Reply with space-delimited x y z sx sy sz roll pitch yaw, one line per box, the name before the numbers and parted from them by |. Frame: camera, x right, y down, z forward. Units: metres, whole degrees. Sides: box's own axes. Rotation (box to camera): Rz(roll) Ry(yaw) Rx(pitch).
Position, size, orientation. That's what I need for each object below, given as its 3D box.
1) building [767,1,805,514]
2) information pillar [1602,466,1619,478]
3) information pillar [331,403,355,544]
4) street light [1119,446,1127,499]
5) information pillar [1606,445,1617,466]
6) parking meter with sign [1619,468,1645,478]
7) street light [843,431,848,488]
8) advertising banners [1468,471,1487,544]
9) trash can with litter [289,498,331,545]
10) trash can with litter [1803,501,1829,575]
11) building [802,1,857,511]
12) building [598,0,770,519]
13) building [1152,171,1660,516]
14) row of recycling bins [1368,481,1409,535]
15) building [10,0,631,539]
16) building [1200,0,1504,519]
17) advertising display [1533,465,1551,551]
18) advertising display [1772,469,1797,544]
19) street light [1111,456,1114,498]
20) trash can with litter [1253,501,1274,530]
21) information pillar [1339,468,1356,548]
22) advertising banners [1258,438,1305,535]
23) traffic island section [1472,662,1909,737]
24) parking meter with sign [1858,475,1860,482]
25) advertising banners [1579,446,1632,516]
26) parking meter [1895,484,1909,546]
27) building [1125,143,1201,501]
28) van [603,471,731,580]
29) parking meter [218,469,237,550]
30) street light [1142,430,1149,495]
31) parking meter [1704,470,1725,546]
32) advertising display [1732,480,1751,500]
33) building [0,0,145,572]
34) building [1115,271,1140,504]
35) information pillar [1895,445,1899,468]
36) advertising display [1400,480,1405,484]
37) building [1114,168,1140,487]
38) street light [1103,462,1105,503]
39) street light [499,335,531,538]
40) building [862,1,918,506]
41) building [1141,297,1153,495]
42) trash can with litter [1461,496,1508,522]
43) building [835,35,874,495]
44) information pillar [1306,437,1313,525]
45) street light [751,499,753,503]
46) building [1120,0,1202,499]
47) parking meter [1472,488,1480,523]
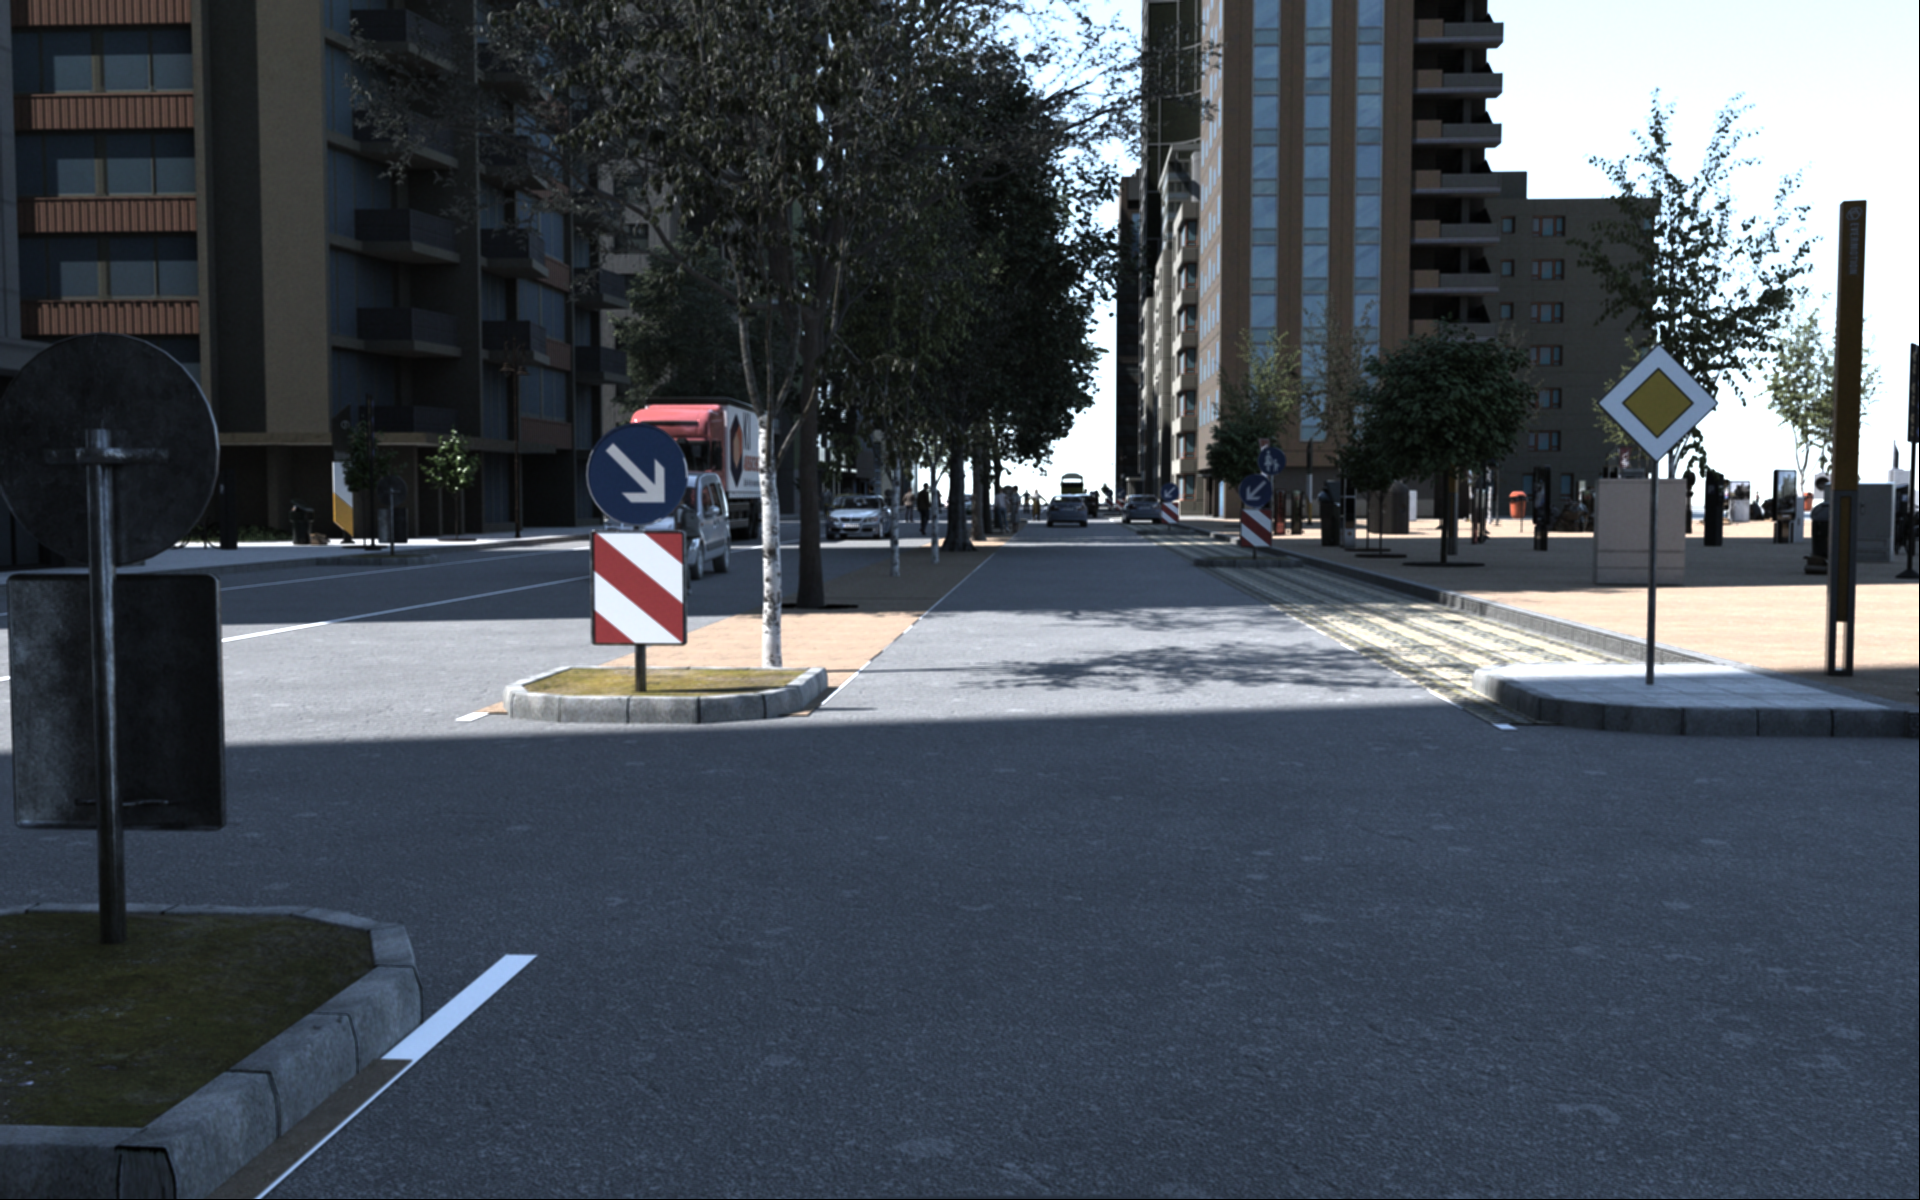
building | -17.791 -26.019 109.001 14.154 41.232 14.086 0 4 3
information pillar | 16.877 -2.476 44.970 0.304 2.012 0.304 -1 4 -11
information pillar | -15.926 -3.263 44.701 0.504 3.616 0.183 -3 4 -39
street light | 15.953 -12.139 171.256 0.468 5.910 1.993 0 4 3
information pillar | 31.233 -5.610 83.074 0.504 3.616 0.183 -1 4 -14
parking meter with sign | 19.697 -3.346 50.964 1.738 3.016 0.543 0 4 0
street light | -8.395 -9.448 127.261 0.468 5.910 1.993 0 4 3
advertising banners | 13.198 -2.940 44.265 0.090 3.025 2.074 2 4 29
trash can with litter | -16.335 -1.969 43.588 1.055 1.170 0.624 1 4 17
trash can with litter | 13.972 -1.008 27.861 0.624 1.170 1.055 3 4 38
building | -20.793 -31.357 132.301 23.786 49.044 30.456 0 4 3
building | -18.520 -19.784 95.173 14.160 30.474 14.107 0 4 3
building | 27.774 -16.595 116.360 27.650 21.520 28.899 0 4 3
row of recycling bins | 13.925 -3.024 56.552 1.069 1.692 3.534 0 4 5
building | -24.734 -24.926 62.159 22.147 44.769 28.867 0 4 3
building | 20.644 -27.180 94.506 14.600 45.320 14.200 0 4 3
advertising display | 13.235 -2.092 39.421 0.123 1.923 0.974 0 4 3
advertising display | 21.458 -2.439 45.086 0.974 1.923 0.123 -3 4 -37
street light | 18.321 -14.411 208.404 0.468 5.910 1.993 0 4 3
trash can with litter | 8.604 -2.322 49.354 0.624 1.170 1.055 0 4 5
information pillar | 9.268 -2.255 41.369 0.304 2.012 0.304 0 4 -7
advertising banners | 10.082 -3.562 54.419 2.074 3.025 0.090 -2 4 -35
traffic island section | 4.677 0.647 11.702 2.009 0.180 2.903 0 4 3
parking meter with sign | 32.225 -4.058 62.606 0.543 3.016 1.738 3 5 43
advertising banners | 23.710 -4.123 63.591 2.074 3.025 0.090 -1 4 -10
parking meter | 23.327 -2.116 43.007 0.372 1.533 0.369 0 3 0
building | 33.760 -29.962 181.763 32.217 40.220 23.993 0 4 3
van | -5.099 -1.422 30.266 2.013 2.044 4.112 0 4 2
parking meter | -16.936 -2.101 40.055 0.399 1.863 0.255 3 5 42
street light | 13.406 -9.319 125.158 0.468 5.910 1.993 0 4 3
parking meter | 18.622 -2.265 42.748 0.255 1.863 0.399 -2 4 -30
advertising display | 36.888 -4.696 81.990 0.974 1.923 0.123 0 4 4
building | -25.045 -35.883 24.939 20.563 71.187 20.611 0 4 3
building | 27.038 -27.616 223.218 14.160 30.474 14.107 0 4 3
information pillar | 43.951 -5.505 81.369 0.183 3.616 0.504 1 4 11
advertising display | 20.236 -4.527 79.225 0.123 1.923 0.974 0 4 6
building | 28.620 -35.914 237.300 14.600 45.320 14.200 0 4 3
street light | 20.447 -16.684 245.565 0.468 5.910 1.993 0 4 3
street light | -12.942 -4.753 50.502 0.468 5.910 1.993 0 4 3
building | -16.037 -55.359 217.783 22.319 86.520 31.000 0 4 3
building | 29.867 -18.401 145.897 27.650 21.520 28.899 0 4 3
trash can with litter | 24.275 -4.239 80.361 2.233 1.210 1.678 2 4 24
building | -15.377 -30.845 154.422 14.600 45.320 14.200 0 4 3
information pillar | 14.502 -4.925 71.882 0.183 3.616 0.504 0 4 -6
street light | -10.747 -7.133 89.410 0.468 5.910 1.993 0 4 3
building | 29.738 -46.863 204.461 20.563 71.187 20.611 0 4 3
parking meter | 22.812 -4.163 76.478 0.372 1.533 0.369 0 3 0
